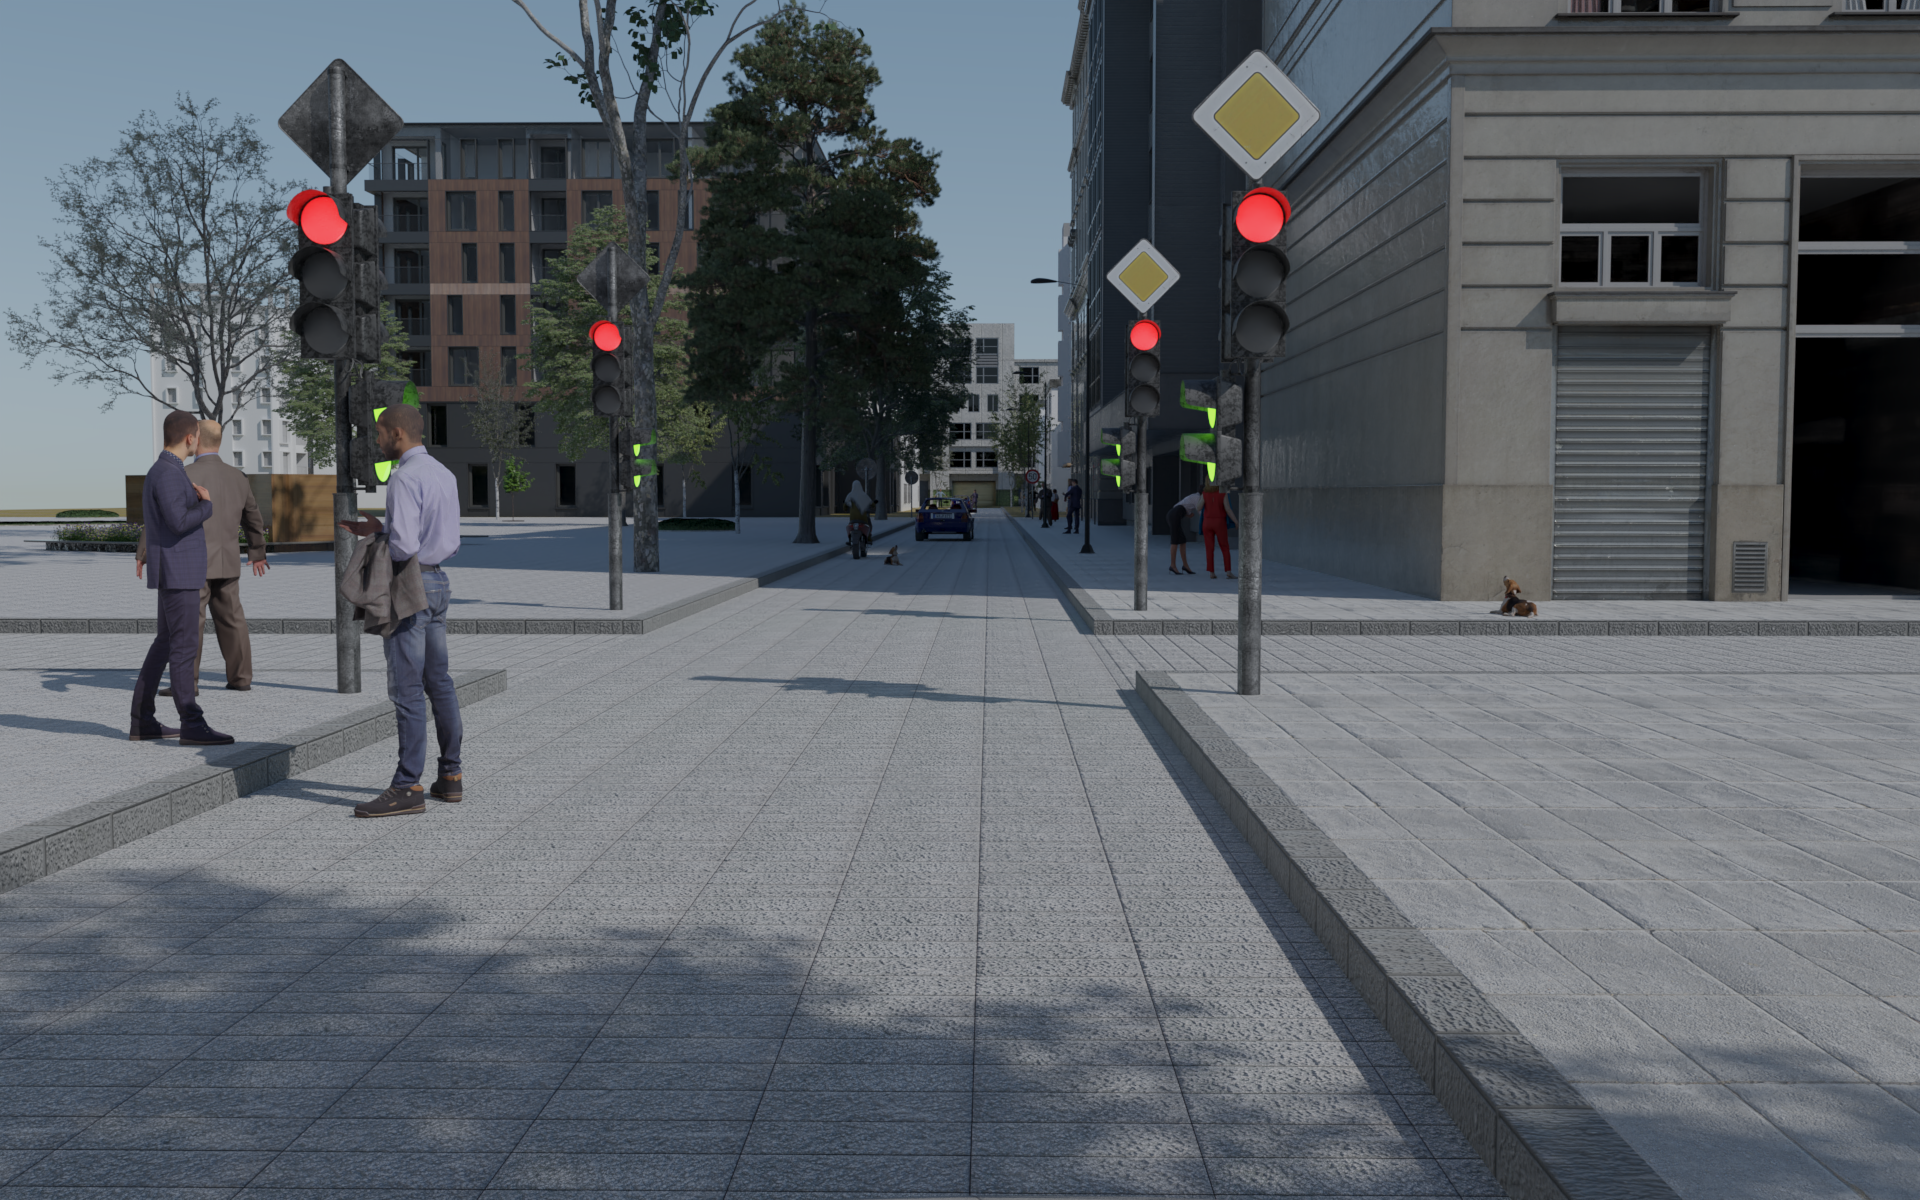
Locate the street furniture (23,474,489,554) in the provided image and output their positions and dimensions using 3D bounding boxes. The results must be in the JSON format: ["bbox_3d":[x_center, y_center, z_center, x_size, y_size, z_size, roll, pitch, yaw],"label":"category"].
[{"bbox_3d":[-17.878,-2.088,40.986,9.812,1.723,11.010,2,4,30],"label":"street furniture"}]

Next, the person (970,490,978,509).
[{"bbox_3d":[1.014,-7.448,130.730,0.683,1.767,0.568,-3,4,-36],"label":"person"}]

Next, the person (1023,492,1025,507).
[{"bbox_3d":[6.101,-9.939,168.634,0.705,1.812,1.348,-1,4,-12],"label":"person"}]

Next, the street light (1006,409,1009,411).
[{"bbox_3d":[3.182,-7.435,94.107,1.470,5.913,1.316,0,4,1],"label":"street light"}]

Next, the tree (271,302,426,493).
[{"bbox_3d":[-31.665,-10.439,88.798,7.486,12.596,7.792,0,3,0],"label":"tree"}]

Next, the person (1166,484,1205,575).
[{"bbox_3d":[3.680,-1.127,27.662,0.628,1.438,0.799,3,5,41],"label":"person"}]

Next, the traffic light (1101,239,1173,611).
[{"bbox_3d":[1.971,-1.818,18.971,0.839,4.213,0.868,0,4,1],"label":"traffic light"}]

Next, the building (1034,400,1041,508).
[{"bbox_3d":[11.476,-12.989,154.525,9.099,9.664,28.070,0,4,1],"label":"building"}]

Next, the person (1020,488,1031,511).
[{"bbox_3d":[5.133,-7.563,129.778,1.350,1.814,0.705,-1,4,-12],"label":"person"}]

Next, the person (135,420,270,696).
[{"bbox_3d":[-4.881,-0.277,11.131,0.434,1.755,0.990,2,4,32],"label":"person"}]

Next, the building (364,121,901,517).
[{"bbox_3d":[-18.569,-16.373,111.673,27.936,21.610,32.646,0,4,1],"label":"building"}]

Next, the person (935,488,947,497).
[{"bbox_3d":[-1.895,-9.911,168.068,1.348,1.826,0.705,-1,4,-17],"label":"person"}]

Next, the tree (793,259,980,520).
[{"bbox_3d":[-3.827,-10.964,85.916,9.857,13.997,8.962,0,3,0],"label":"tree"}]

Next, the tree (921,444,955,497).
[{"bbox_3d":[-2.295,-13.509,171.241,4.360,8.622,3.978,0,3,0],"label":"tree"}]

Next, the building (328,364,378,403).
[{"bbox_3d":[-62.206,-19.751,189.381,31.486,18.905,16.747,0,4,1],"label":"building"}]

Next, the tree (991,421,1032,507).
[{"bbox_3d":[5.034,-13.357,168.742,4.360,8.622,3.978,0,3,0],"label":"tree"}]

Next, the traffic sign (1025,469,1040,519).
[{"bbox_3d":[3.683,-5.366,87.841,0.768,2.556,0.104,0,4,8],"label":"traffic sign"}]

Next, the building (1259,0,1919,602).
[{"bbox_3d":[20.102,-11.848,27.001,30.059,22.955,16.112,0,4,1],"label":"building"}]

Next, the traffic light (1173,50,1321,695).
[{"bbox_3d":[1.833,-1.330,10.987,0.839,4.213,0.868,0,4,1],"label":"traffic light"}]

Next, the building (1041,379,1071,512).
[{"bbox_3d":[11.090,-11.276,126.510,9.099,9.664,28.070,0,4,1],"label":"building"}]

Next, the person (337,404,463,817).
[{"bbox_3d":[-2.602,0.029,7.899,0.599,1.838,0.709,0,4,7],"label":"person"}]

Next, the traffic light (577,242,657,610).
[{"bbox_3d":[-3.789,-1.823,19.055,0.839,4.213,0.868,0,4,1],"label":"traffic light"}]

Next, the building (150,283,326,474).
[{"bbox_3d":[-66.341,-18.679,161.819,11.380,20.091,16.016,0,4,1],"label":"building"}]

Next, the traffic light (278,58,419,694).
[{"bbox_3d":[-3.928,-1.335,11.071,0.839,4.213,0.868,0,4,1],"label":"traffic light"}]

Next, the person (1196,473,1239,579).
[{"bbox_3d":[3.899,-1.132,26.252,0.444,1.614,0.593,-3,5,-43],"label":"person"}]

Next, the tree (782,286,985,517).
[{"bbox_3d":[-3.472,-8.153,67.714,7.601,10.594,8.767,3,5,43],"label":"tree"}]

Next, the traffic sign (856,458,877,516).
[{"bbox_3d":[-3.305,-3.746,61.353,0.768,2.556,0.104,0,4,8],"label":"traffic sign"}]

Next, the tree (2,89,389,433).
[{"bbox_3d":[-22.772,-8.696,52.547,12.009,13.543,11.850,0,3,0],"label":"tree"}]

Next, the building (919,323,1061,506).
[{"bbox_3d":[-2.656,-19.662,187.930,31.486,18.905,16.747,0,4,1],"label":"building"}]

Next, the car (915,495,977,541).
[{"bbox_3d":[-0.454,-2.535,54.031,1.945,1.354,3.894,0,4,2],"label":"car"}]

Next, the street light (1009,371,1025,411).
[{"bbox_3d":[2.694,-5.690,65.568,1.470,5.913,1.316,0,4,1],"label":"street light"}]

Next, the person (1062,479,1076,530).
[{"bbox_3d":[3.963,-3.456,62.418,0.599,1.838,0.709,-3,5,-41],"label":"person"}]

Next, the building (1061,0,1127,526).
[{"bbox_3d":[11.437,-17.380,81.423,12.463,27.353,25.104,0,4,1],"label":"building"}]

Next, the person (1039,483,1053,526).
[{"bbox_3d":[3.451,-3.848,69.642,0.565,1.739,0.600,0,4,-5],"label":"person"}]

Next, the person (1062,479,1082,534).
[{"bbox_3d":[3.598,-3.027,55.984,0.568,1.767,0.683,3,5,43],"label":"person"}]

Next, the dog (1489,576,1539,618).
[{"bbox_3d":[5.825,-0.033,18.270,0.550,0.427,0.748,2,4,26],"label":"dog"}]

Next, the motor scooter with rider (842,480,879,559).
[{"bbox_3d":[-2.205,-1.809,38.544,0.876,1.779,1.986,0,4,3],"label":"motor scooter with rider"}]

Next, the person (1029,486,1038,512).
[{"bbox_3d":[5.393,-7.411,126.836,1.348,1.869,0.705,1,4,17],"label":"person"}]

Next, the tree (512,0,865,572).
[{"bbox_3d":[-6.205,-10.463,26.966,12.611,20.169,13.585,0,3,0],"label":"tree"}]

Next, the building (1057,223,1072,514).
[{"bbox_3d":[14.110,-15.292,106.447,16.016,20.091,11.380,0,4,1],"label":"building"}]

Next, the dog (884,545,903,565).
[{"bbox_3d":[-1.303,-0.910,35.065,0.550,0.427,0.748,1,4,20],"label":"dog"}]

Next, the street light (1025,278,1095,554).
[{"bbox_3d":[2.213,-3.964,37.357,1.470,5.913,1.316,0,4,1],"label":"street light"}]

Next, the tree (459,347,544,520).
[{"bbox_3d":[-23.092,-8.329,86.540,4.360,8.622,3.978,0,3,0],"label":"tree"}]

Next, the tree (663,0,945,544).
[{"bbox_3d":[-3.709,-8.409,44.908,7.806,13.903,7.818,0,3,0],"label":"tree"}]

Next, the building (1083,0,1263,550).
[{"bbox_3d":[11.769,-14.367,53.965,14.314,24.678,30.058,0,4,1],"label":"building"}]

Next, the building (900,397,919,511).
[{"bbox_3d":[-8.457,-12.261,142.622,9.099,9.664,28.070,0,4,1],"label":"building"}]

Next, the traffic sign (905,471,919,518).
[{"bbox_3d":[-2.626,-5.740,93.952,0.768,2.556,0.104,0,4,5],"label":"traffic sign"}]

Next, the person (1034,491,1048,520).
[{"bbox_3d":[4.148,-4.815,85.327,0.990,1.755,0.434,1,4,14],"label":"person"}]

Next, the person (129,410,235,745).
[{"bbox_3d":[-4.030,-0.120,8.918,0.530,1.710,0.541,-1,4,-19],"label":"person"}]

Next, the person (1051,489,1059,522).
[{"bbox_3d":[4.366,-4.407,80.568,0.523,1.526,0.387,2,4,29],"label":"person"}]

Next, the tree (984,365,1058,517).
[{"bbox_3d":[3.644,-9.012,97.712,4.737,8.622,4.395,0,3,0],"label":"tree"}]

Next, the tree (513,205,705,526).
[{"bbox_3d":[-13.915,-9.209,68.693,7.486,12.596,7.792,0,3,0],"label":"tree"}]

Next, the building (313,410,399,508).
[{"bbox_3d":[-45.985,-13.612,164.701,28.070,9.664,9.099,0,4,1],"label":"building"}]

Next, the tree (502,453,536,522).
[{"bbox_3d":[-20.934,-5.273,80.816,1.663,3.219,1.824,0,3,0],"label":"tree"}]

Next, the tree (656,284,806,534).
[{"bbox_3d":[-7.034,-6.446,55.752,4.737,8.622,4.395,0,3,0],"label":"tree"}]
